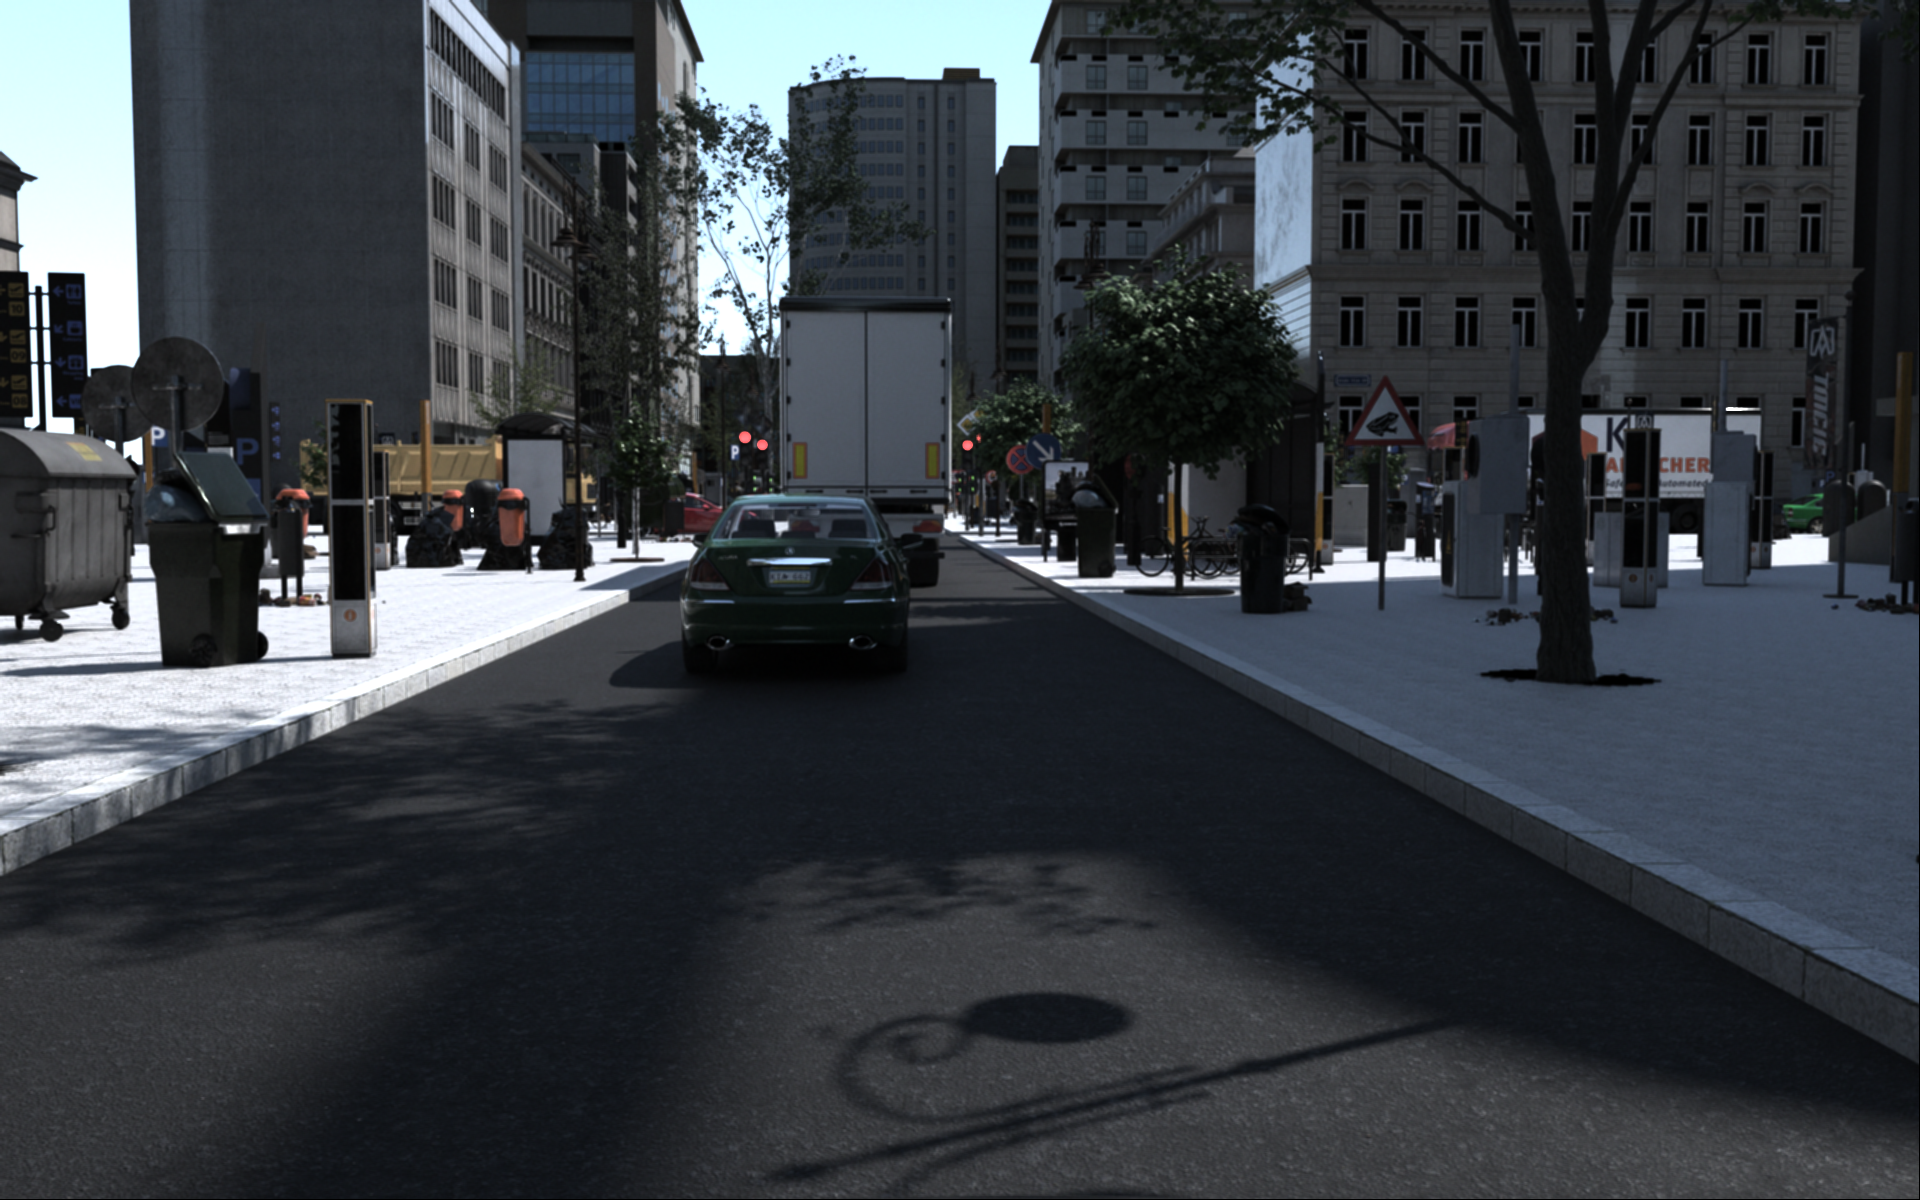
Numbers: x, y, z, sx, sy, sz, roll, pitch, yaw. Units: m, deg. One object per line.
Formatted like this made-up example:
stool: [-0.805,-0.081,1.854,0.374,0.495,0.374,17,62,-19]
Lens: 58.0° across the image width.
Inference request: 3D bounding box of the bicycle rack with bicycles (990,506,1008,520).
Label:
bicycle rack with bicycles: [2.716,-4.384,85.062,2.852,0.926,2.925,1,4,16]

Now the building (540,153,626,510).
building: [-30.713,-17.806,120.805,12.332,23.373,15.834,0,4,-3]

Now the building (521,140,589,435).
building: [-29.098,-16.749,102.731,11.050,23.489,19.941,0,4,-3]

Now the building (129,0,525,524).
building: [-28.884,-16.173,82.450,12.078,24.808,19.932,0,4,-3]

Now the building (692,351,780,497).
building: [-38.764,-24.493,245.505,28.899,21.520,27.650,0,4,-3]

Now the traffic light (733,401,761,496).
traffic light: [-6.427,-3.869,52.175,0.839,4.253,0.868,0,4,-3]

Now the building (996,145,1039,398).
building: [15.291,-37.926,243.795,21.600,48.544,21.300,0,4,-3]

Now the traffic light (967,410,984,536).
traffic light: [0.625,-3.891,52.535,0.839,4.253,0.868,0,4,-3]

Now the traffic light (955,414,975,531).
traffic light: [0.234,-4.379,60.511,0.839,4.253,0.868,0,4,-3]

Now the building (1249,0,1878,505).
building: [26.991,-17.359,81.076,25.104,27.353,12.463,0,4,-3]

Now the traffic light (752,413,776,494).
traffic light: [-6.818,-4.357,60.150,0.839,4.253,0.868,0,4,-3]

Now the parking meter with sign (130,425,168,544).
parking meter with sign: [-20.977,-2.953,44.545,1.738,3.016,0.543,3,5,43]

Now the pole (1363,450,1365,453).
pole: [14.270,-4.107,60.990,0.158,3.312,0.155,0,3,0]

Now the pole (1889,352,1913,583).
pole: [13.568,-1.903,24.963,0.158,3.312,0.155,0,3,0]

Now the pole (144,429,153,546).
pole: [-20.162,-3.011,43.068,0.158,3.312,0.155,0,3,0]

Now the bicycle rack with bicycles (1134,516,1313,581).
bicycle rack with bicycles: [4.143,-0.813,26.676,2.925,0.926,2.852,0,4,0]

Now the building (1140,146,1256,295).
building: [19.314,-16.099,105.026,13.314,21.916,24.055,0,4,-3]

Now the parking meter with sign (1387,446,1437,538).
parking meter with sign: [13.218,-3.314,50.447,1.738,3.016,0.543,-2,4,-29]

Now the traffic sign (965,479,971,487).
traffic sign: [0.625,-8.070,132.048,0.768,2.556,0.104,0,4,3]

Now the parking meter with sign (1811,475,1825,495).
parking meter with sign: [34.936,-4.532,70.354,0.543,3.016,1.738,0,4,5]

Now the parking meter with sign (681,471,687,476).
parking meter with sign: [-20.222,-8.221,130.674,1.738,3.016,0.543,3,4,38]

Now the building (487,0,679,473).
building: [-33.133,-30.909,155.475,14.600,45.320,14.200,0,4,-3]

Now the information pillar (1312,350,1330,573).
information pillar: [5.837,-2.248,28.102,0.183,3.616,0.504,0,4,7]

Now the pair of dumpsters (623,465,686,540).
pair of dumpsters: [-8.993,-2.940,50.557,1.574,2.255,4.437,0,4,-3]

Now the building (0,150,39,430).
building: [-53.076,-12.980,76.858,19.286,19.102,10.561,0,4,-3]

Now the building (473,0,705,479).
building: [-41.692,-36.186,180.886,27.495,52.752,28.713,0,4,-3]

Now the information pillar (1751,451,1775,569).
information pillar: [13.690,-1.539,29.651,0.304,2.012,0.304,-2,4,-29]

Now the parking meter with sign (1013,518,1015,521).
parking meter with sign: [3.161,-4.860,75.715,1.738,3.016,0.543,0,4,-4]

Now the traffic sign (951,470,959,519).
traffic sign: [-0.264,-5.540,90.692,0.768,2.556,0.104,0,4,5]

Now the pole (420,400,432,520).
pole: [-11.613,-2.682,37.686,0.158,3.312,0.155,0,3,0]

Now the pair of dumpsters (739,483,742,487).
pair of dumpsters: [-14.195,-6.834,114.233,1.574,2.255,4.437,0,4,-3]

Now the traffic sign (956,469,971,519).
traffic sign: [0.178,-5.356,87.673,0.768,2.556,0.104,0,4,3]

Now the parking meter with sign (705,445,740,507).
parking meter with sign: [-8.672,-3.993,61.552,1.738,3.016,0.543,2,4,30]

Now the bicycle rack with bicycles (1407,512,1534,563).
bicycle rack with bicycles: [9.878,-1.215,33.251,2.852,0.926,2.925,1,4,16]

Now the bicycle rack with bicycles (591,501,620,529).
bicycle rack with bicycles: [-11.910,-3.125,64.481,2.925,0.926,2.852,1,4,13]

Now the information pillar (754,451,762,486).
information pillar: [-9.919,-5.733,85.082,0.504,3.616,0.183,0,4,-8]

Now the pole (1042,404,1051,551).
pole: [1.960,-2.781,39.318,0.158,3.312,0.155,0,3,0]

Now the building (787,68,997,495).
building: [-9.637,-42.840,242.425,28.212,58.520,21.231,0,4,-3]

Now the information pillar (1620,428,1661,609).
information pillar: [7.665,-0.919,19.517,0.304,2.012,0.304,-3,5,-44]

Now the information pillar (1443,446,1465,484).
information pillar: [7.663,-1.372,26.925,0.304,2.012,0.304,1,4,21]

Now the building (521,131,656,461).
building: [-32.852,-22.630,141.700,14.160,30.474,14.107,0,4,-3]

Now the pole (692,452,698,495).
pole: [-12.928,-5.540,84.420,0.158,3.312,0.155,0,3,0]

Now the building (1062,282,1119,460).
building: [24.540,-19.027,156.127,27.650,21.520,28.899,0,4,-3]

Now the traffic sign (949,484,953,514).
traffic sign: [-0.663,-6.836,111.871,0.768,2.556,0.104,0,4,0]

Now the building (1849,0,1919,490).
building: [52.284,-17.697,82.845,24.014,27.812,14.314,0,4,-3]

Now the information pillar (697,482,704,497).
information pillar: [-13.413,-5.209,89.660,0.304,2.012,0.304,0,3,0]

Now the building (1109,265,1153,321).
building: [16.692,-16.052,127.071,10.561,19.102,19.286,0,4,-3]

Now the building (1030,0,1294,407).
building: [22.858,-36.332,183.269,28.713,52.752,27.495,0,4,-3]

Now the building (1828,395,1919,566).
building: [32.990,-20.416,25.682,32.217,40.220,23.993,0,4,-3]
